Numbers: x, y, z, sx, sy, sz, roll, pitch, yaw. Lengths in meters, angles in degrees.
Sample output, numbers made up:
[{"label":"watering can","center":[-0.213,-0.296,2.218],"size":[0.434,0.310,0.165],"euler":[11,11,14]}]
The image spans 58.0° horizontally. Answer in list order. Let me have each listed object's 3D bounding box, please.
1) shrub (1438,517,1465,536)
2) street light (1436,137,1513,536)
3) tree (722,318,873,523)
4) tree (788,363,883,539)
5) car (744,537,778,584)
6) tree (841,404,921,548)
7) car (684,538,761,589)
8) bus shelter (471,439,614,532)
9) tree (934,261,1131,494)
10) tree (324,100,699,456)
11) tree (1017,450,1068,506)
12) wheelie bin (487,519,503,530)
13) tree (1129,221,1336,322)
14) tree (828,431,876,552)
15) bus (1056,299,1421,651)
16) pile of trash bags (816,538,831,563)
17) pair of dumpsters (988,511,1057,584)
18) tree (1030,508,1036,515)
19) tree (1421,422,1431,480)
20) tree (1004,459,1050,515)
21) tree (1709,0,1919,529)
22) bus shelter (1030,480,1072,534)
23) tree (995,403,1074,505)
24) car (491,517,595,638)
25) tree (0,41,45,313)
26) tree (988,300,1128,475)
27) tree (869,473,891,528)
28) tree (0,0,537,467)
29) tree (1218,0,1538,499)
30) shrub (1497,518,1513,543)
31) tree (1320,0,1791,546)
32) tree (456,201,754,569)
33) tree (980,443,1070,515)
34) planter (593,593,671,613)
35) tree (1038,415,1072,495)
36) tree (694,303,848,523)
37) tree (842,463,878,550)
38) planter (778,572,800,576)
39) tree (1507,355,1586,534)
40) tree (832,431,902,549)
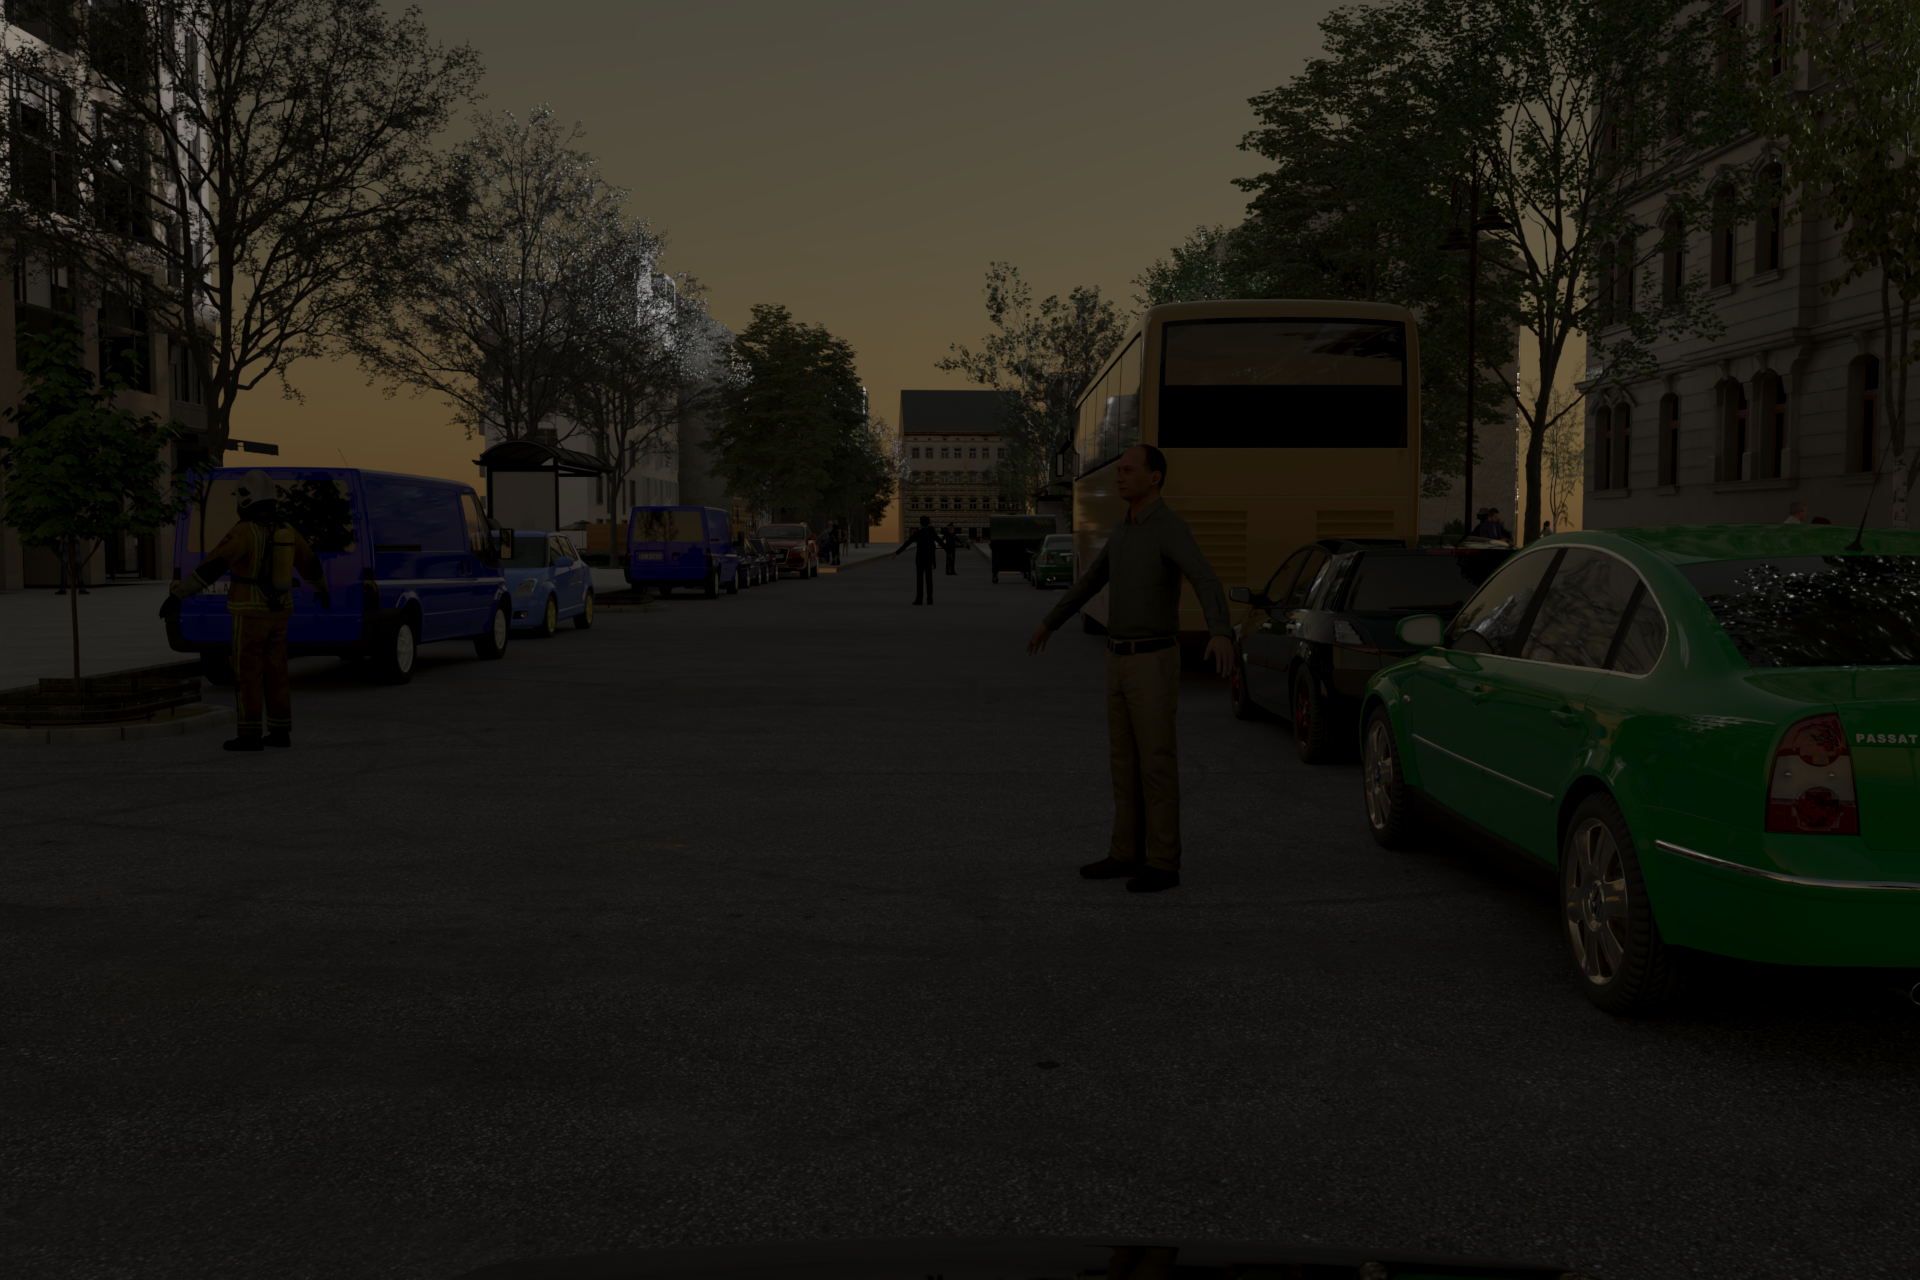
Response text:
[{"label":"shrub","center":[22.850,-4.639,79.885],"size":[1.661,2.075,1.752],"euler":[0,3,0]},{"label":"street light","center":[6.111,-2.932,20.726],"size":[0.468,5.910,1.993],"euler":[0,4,0]},{"label":"tree","center":[-9.606,-11.981,102.549],"size":[9.857,13.997,8.962],"euler":[0,3,0]},{"label":"tree","center":[-8.951,-12.011,114.501],"size":[7.486,12.596,7.792],"euler":[0,3,0]},{"label":"car","center":[-6.358,-2.339,50.816],"size":[1.945,1.354,3.894],"euler":[0,3,0]},{"label":"tree","center":[-9.162,-15.486,163.560],"size":[12.009,13.543,11.850],"euler":[0,3,0]},{"label":"car","center":[-6.409,-2.093,46.808],"size":[1.945,1.354,3.894],"euler":[0,4,0]},{"label":"bus shelter","center":[-9.477,-2.811,39.886],"size":[2.014,3.302,5.546],"euler":[0,4,-1]},{"label":"tree","center":[4.708,-16.260,121.746],"size":[12.611,20.169,13.585],"euler":[0,3,0]},{"label":"tree","center":[-12.606,-8.508,49.478],"size":[12.009,13.543,11.850],"euler":[0,3,0]},{"label":"tree","center":[6.135,-11.707,141.764],"size":[4.360,8.622,3.978],"euler":[0,3,0]},{"label":"wheelie bin","center":[-9.661,-1.705,35.789],"size":[0.693,1.594,0.980],"euler":[0,4,1]},{"label":"tree","center":[8.865,-8.070,57.697],"size":[9.928,11.665,9.643],"euler":[0,3,0]},{"label":"tree","center":[-9.624,-11.644,124.797],"size":[7.601,10.594,8.767],"euler":[0,4,-7]},{"label":"bus","center":[2.931,-1.840,21.631],"size":[2.896,3.916,12.252],"euler":[0,4,0]},{"label":"pile of trash bags","center":[-6.662,-4.050,75.977],"size":[1.912,1.369,3.447],"euler":[0,4,2]},{"label":"pair of dumpsters","center":[3.037,-2.779,50.388],"size":[4.436,2.255,1.574],"euler":[0,4,0]},{"label":"tree","center":[12.455,-19.036,261.600],"size":[4.737,8.622,4.395],"euler":[0,3,0]},{"label":"tree","center":[17.105,-8.594,74.924],"size":[7.601,10.594,8.767],"euler":[1,4,13]},{"label":"tree","center":[6.450,-12.111,148.372],"size":[4.360,8.622,3.978],"euler":[0,3,0]},{"label":"tree","center":[9.194,-4.035,16.327],"size":[4.737,8.622,4.395],"euler":[0,3,0]},{"label":"bus shelter","center":[3.922,-4.512,67.687],"size":[2.014,3.302,5.546],"euler":[0,4,-1]},{"label":"tree","center":[6.563,-12.789,134.857],"size":[9.928,11.665,9.643],"euler":[0,3,0]},{"label":"car","center":[-6.453,-0.942,24.997],"size":[1.945,1.707,3.694],"euler":[0,4,0]},{"label":"tree","center":[-12.373,-4.122,17.755],"size":[4.360,8.622,3.978],"euler":[0,3,0]},{"label":"tree","center":[6.264,-11.022,90.578],"size":[12.009,13.543,11.850],"euler":[0,3,0]},{"label":"tree","center":[-14.804,-21.664,260.857],"size":[9.857,13.997,8.962],"euler":[0,3,0]},{"label":"tree","center":[-12.239,-7.221,28.431],"size":[12.009,13.543,11.850],"euler":[0,3,0]},{"label":"tree","center":[8.863,-7.339,38.121],"size":[7.486,12.596,7.792],"euler":[0,3,0]},{"label":"shrub","center":[20.042,-3.752,65.382],"size":[1.661,2.075,1.752],"euler":[0,3,0]},{"label":"tree","center":[9.501,-6.262,28.137],"size":[9.928,11.665,9.643],"euler":[0,3,0]},{"label":"tree","center":[-12.744,-9.366,63.511],"size":[12.009,13.543,11.850],"euler":[0,3,0]},{"label":"tree","center":[6.403,-13.980,162.978],"size":[8.767,10.594,7.601],"euler":[-2,4,-24]},{"label":"planter","center":[-6.479,-0.688,32.381],"size":[1.991,0.319,1.994],"euler":[0,4,0]},{"label":"tree","center":[6.110,-9.615,107.566],"size":[4.360,8.622,3.978],"euler":[0,3,0]},{"label":"tree","center":[-9.265,-10.262,85.914],"size":[7.486,12.596,7.792],"euler":[0,3,0]},{"label":"tree","center":[-9.400,-11.776,142.902],"size":[4.360,8.622,3.978],"euler":[0,3,0]},{"label":"planter","center":[-6.465,-2.403,60.421],"size":[1.991,0.319,1.994],"euler":[0,4,1]},{"label":"tree","center":[23.980,-7.341,70.393],"size":[4.360,8.622,3.978],"euler":[0,3,0]},{"label":"tree","center":[-8.994,-13.115,148.845],"size":[8.767,10.594,7.601],"euler":[0,4,5]}]
